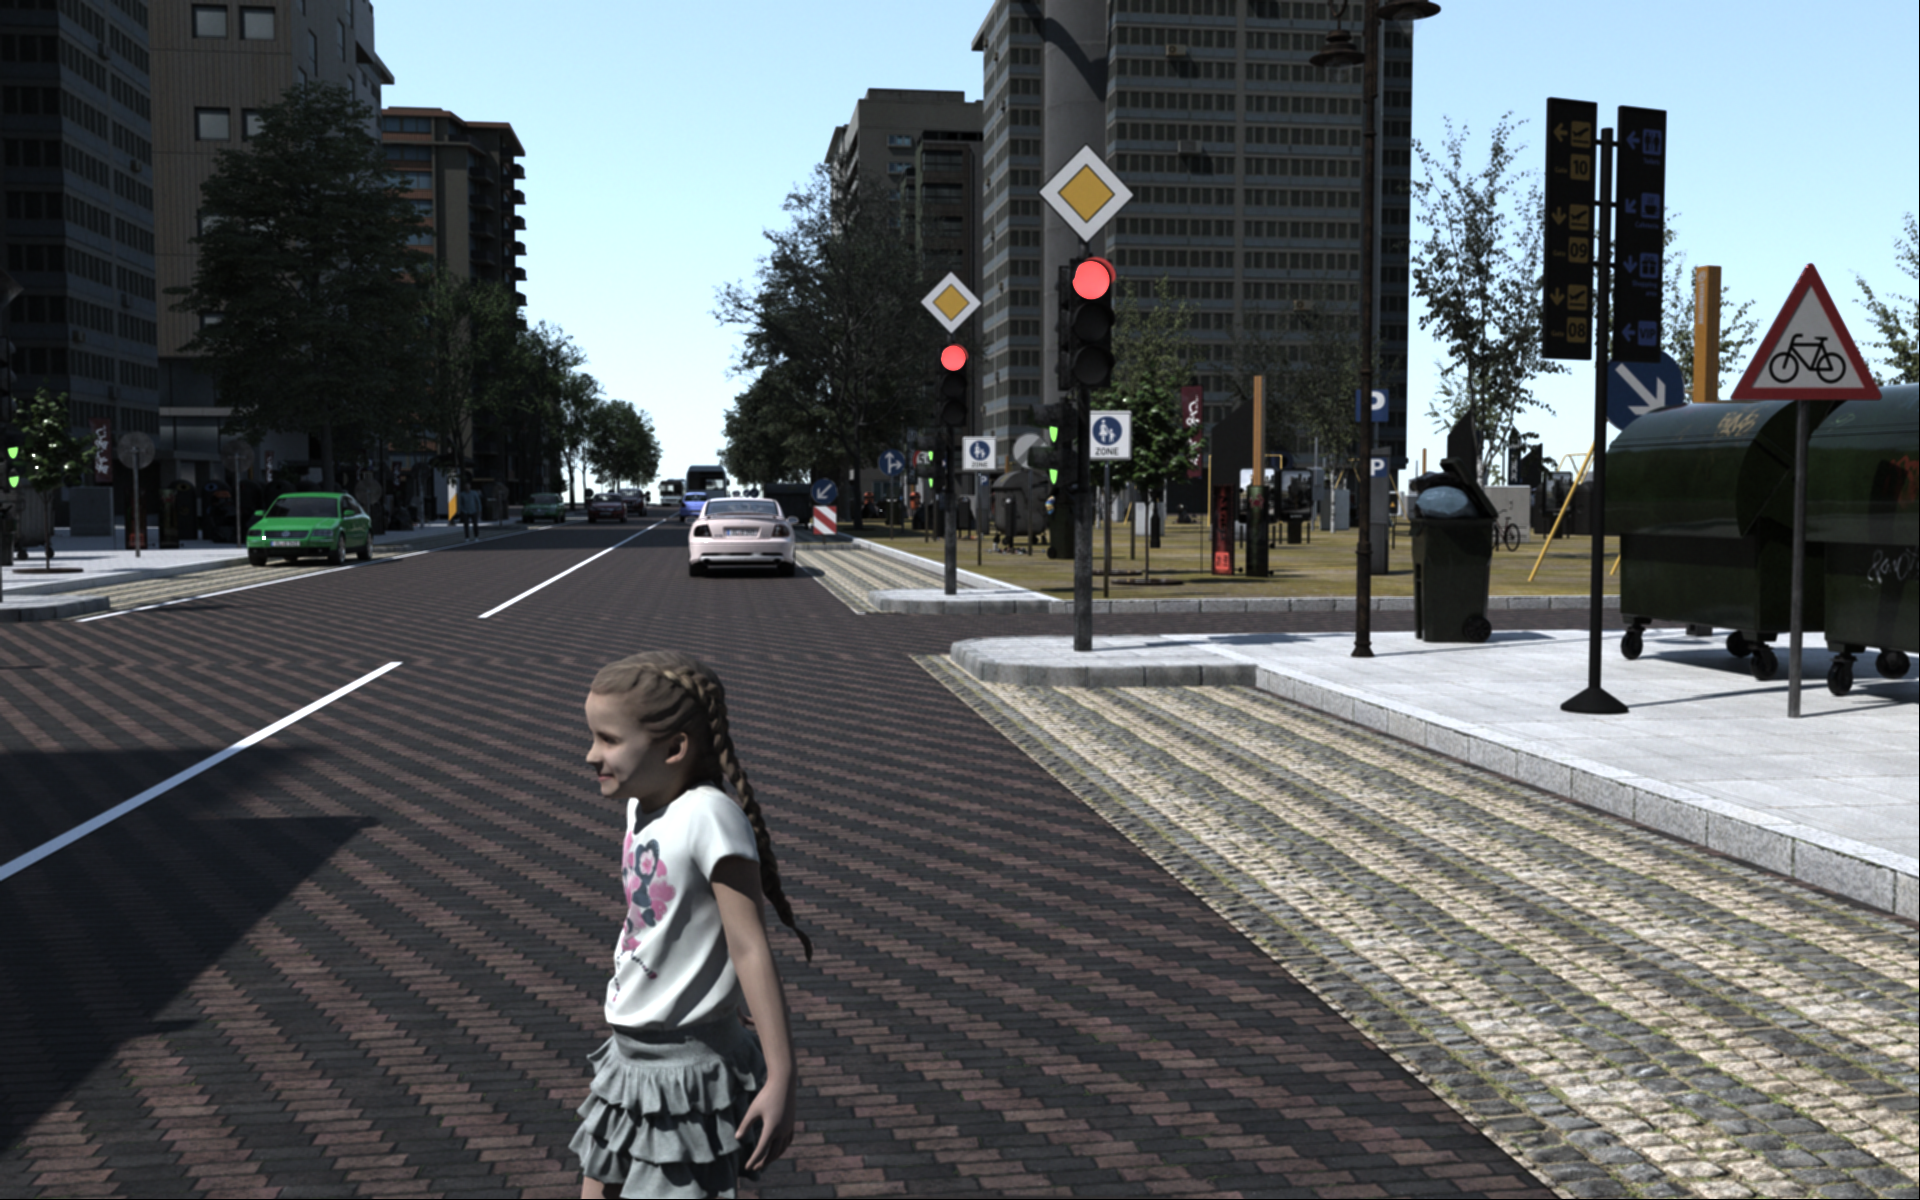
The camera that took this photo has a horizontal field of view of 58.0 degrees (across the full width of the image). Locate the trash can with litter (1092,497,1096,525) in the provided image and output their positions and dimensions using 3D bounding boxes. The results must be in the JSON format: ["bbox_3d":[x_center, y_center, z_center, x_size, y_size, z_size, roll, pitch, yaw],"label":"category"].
[{"bbox_3d":[5.003,-3.616,70.501,1.055,1.170,0.624,1,4,19],"label":"trash can with litter"}]

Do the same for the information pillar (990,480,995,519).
[{"bbox_3d":[1.545,-5.088,87.678,0.304,2.012,0.304,-3,5,-43],"label":"information pillar"}]

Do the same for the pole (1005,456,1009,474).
[{"bbox_3d":[2.499,-6.015,92.183,0.158,3.312,0.155,0,3,0],"label":"pole"}]

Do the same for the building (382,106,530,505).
[{"bbox_3d":[-61.666,-33.273,198.630,22.147,44.769,28.867,0,4,-8],"label":"building"}]

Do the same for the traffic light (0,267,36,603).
[{"bbox_3d":[-11.384,-1.923,20.356,0.839,4.253,0.868,0,4,-8],"label":"traffic light"}]

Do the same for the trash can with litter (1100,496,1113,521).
[{"bbox_3d":[6.933,-4.407,83.441,1.055,1.170,0.624,-1,4,-18],"label":"trash can with litter"}]

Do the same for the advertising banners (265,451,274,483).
[{"bbox_3d":[-28.164,-4.477,69.388,0.090,3.025,2.074,1,4,19],"label":"advertising banners"}]

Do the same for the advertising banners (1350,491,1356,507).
[{"bbox_3d":[20.325,-5.729,89.861,2.074,3.025,0.090,-1,4,-22],"label":"advertising banners"}]

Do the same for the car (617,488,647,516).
[{"bbox_3d":[-21.553,-6.378,112.956,2.281,1.827,5.304,0,4,-7],"label":"car"}]

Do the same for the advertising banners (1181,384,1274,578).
[{"bbox_3d":[4.162,-1.897,27.201,0.090,3.025,2.074,-2,4,-35],"label":"advertising banners"}]

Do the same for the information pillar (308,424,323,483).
[{"bbox_3d":[-20.017,-3.831,53.993,0.504,3.616,0.183,-1,4,-22],"label":"information pillar"}]

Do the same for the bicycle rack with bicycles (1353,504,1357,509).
[{"bbox_3d":[16.837,-3.591,72.088,2.925,0.926,2.852,0,4,1],"label":"bicycle rack with bicycles"}]

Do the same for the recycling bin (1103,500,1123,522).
[{"bbox_3d":[7.000,-4.065,79.014,0.722,1.027,0.722,2,4,27],"label":"recycling bin"}]

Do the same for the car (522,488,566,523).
[{"bbox_3d":[-20.486,-4.678,85.288,1.959,1.807,4.718,0,4,-8],"label":"car"}]

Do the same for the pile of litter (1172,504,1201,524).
[{"bbox_3d":[9.898,-3.769,75.589,1.176,0.858,1.719,-1,4,-11],"label":"pile of litter"}]

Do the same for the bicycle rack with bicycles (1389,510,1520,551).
[{"bbox_3d":[11.188,-1.612,39.741,2.852,0.926,2.925,0,4,-5],"label":"bicycle rack with bicycles"}]

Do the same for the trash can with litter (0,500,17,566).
[{"bbox_3d":[-17.348,-1.190,30.841,1.055,1.170,0.624,1,4,20],"label":"trash can with litter"}]

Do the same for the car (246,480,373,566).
[{"bbox_3d":[-13.388,-1.652,35.808,1.959,1.807,4.718,0,4,-8],"label":"car"}]

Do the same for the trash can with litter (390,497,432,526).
[{"bbox_3d":[-22.451,-3.628,70.380,2.233,1.210,1.678,-3,5,-40],"label":"trash can with litter"}]

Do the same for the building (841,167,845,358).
[{"bbox_3d":[-7.771,-34.997,222.316,14.600,45.320,14.200,0,4,-8],"label":"building"}]

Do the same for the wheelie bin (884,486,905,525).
[{"bbox_3d":[-2.677,-3.852,70.881,0.980,1.594,0.693,2,4,24],"label":"wheelie bin"}]

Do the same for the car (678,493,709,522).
[{"bbox_3d":[-13.972,-5.027,91.777,1.945,1.707,3.694,0,4,-8],"label":"car"}]

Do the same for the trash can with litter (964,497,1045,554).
[{"bbox_3d":[1.040,-1.636,37.805,1.678,1.210,2.233,0,4,-3],"label":"trash can with litter"}]

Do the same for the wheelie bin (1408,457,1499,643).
[{"bbox_3d":[4.283,-0.441,15.124,0.693,1.594,0.980,0,4,3],"label":"wheelie bin"}]

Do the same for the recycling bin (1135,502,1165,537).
[{"bbox_3d":[5.769,-2.447,52.570,0.722,1.027,0.722,2,4,25],"label":"recycling bin"}]

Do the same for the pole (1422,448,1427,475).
[{"bbox_3d":[20.676,-5.096,77.159,0.158,3.312,0.155,0,3,0],"label":"pole"}]

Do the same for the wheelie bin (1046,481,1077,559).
[{"bbox_3d":[2.172,-1.611,34.254,0.980,1.594,0.693,-3,4,-38],"label":"wheelie bin"}]

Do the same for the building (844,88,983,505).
[{"bbox_3d":[-2.191,-35.551,204.963,21.300,48.544,21.600,0,4,-8],"label":"building"}]

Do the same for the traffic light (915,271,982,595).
[{"bbox_3d":[-0.138,-2.021,21.967,0.839,4.253,0.868,0,4,-8],"label":"traffic light"}]

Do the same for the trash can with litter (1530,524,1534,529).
[{"bbox_3d":[19.970,-3.195,63.298,2.233,1.210,1.678,2,4,32],"label":"trash can with litter"}]

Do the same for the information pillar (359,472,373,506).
[{"bbox_3d":[-19.504,-3.207,56.922,0.304,2.012,0.304,3,4,37],"label":"information pillar"}]

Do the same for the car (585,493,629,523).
[{"bbox_3d":[-17.718,-4.773,87.080,2.155,1.783,4.494,-1,4,-9],"label":"car"}]

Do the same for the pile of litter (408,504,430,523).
[{"bbox_3d":[-24.330,-3.893,77.609,1.719,0.858,1.176,-3,5,-44],"label":"pile of litter"}]

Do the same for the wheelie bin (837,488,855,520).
[{"bbox_3d":[-5.614,-4.710,84.910,0.980,1.594,0.693,-2,4,-29],"label":"wheelie bin"}]

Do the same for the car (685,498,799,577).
[{"bbox_3d":[-3.970,-1.174,31.556,2.083,1.381,4.827,0,4,-7],"label":"car"}]

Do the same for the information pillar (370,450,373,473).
[{"bbox_3d":[-31.051,-6.121,91.437,0.183,3.616,0.504,-1,4,-21],"label":"information pillar"}]

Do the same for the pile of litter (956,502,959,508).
[{"bbox_3d":[-0.470,-4.842,93.127,1.176,0.858,1.719,0,4,-5],"label":"pile of litter"}]

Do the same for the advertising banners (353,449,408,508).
[{"bbox_3d":[-22.335,-4.316,66.748,2.074,3.025,0.090,0,3,0],"label":"advertising banners"}]

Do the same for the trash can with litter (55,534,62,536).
[{"bbox_3d":[-28.516,-2.566,53.012,2.233,1.210,1.678,2,4,25],"label":"trash can with litter"}]

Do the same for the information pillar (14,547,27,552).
[{"bbox_3d":[-21.079,-2.090,38.657,0.304,2.012,0.304,0,4,-1],"label":"information pillar"}]

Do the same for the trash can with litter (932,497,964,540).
[{"bbox_3d":[0.015,-2.321,49.013,1.678,1.210,2.233,-2,4,-32],"label":"trash can with litter"}]

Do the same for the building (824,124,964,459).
[{"bbox_3d":[-3.871,-40.047,244.007,28.713,52.752,27.495,0,4,-8],"label":"building"}]

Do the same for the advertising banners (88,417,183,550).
[{"bbox_3d":[-18.998,-2.676,39.933,0.090,3.025,2.074,3,5,41],"label":"advertising banners"}]

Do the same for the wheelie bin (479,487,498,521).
[{"bbox_3d":[-22.304,-4.523,81.862,0.980,1.594,0.693,-3,5,-41],"label":"wheelie bin"}]

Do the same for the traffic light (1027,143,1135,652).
[{"bbox_3d":[0.988,-1.538,14.061,0.839,4.253,0.868,0,4,-8],"label":"traffic light"}]

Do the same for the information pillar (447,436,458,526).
[{"bbox_3d":[-20.592,-4.827,70.274,0.504,3.616,0.183,2,4,34],"label":"information pillar"}]
